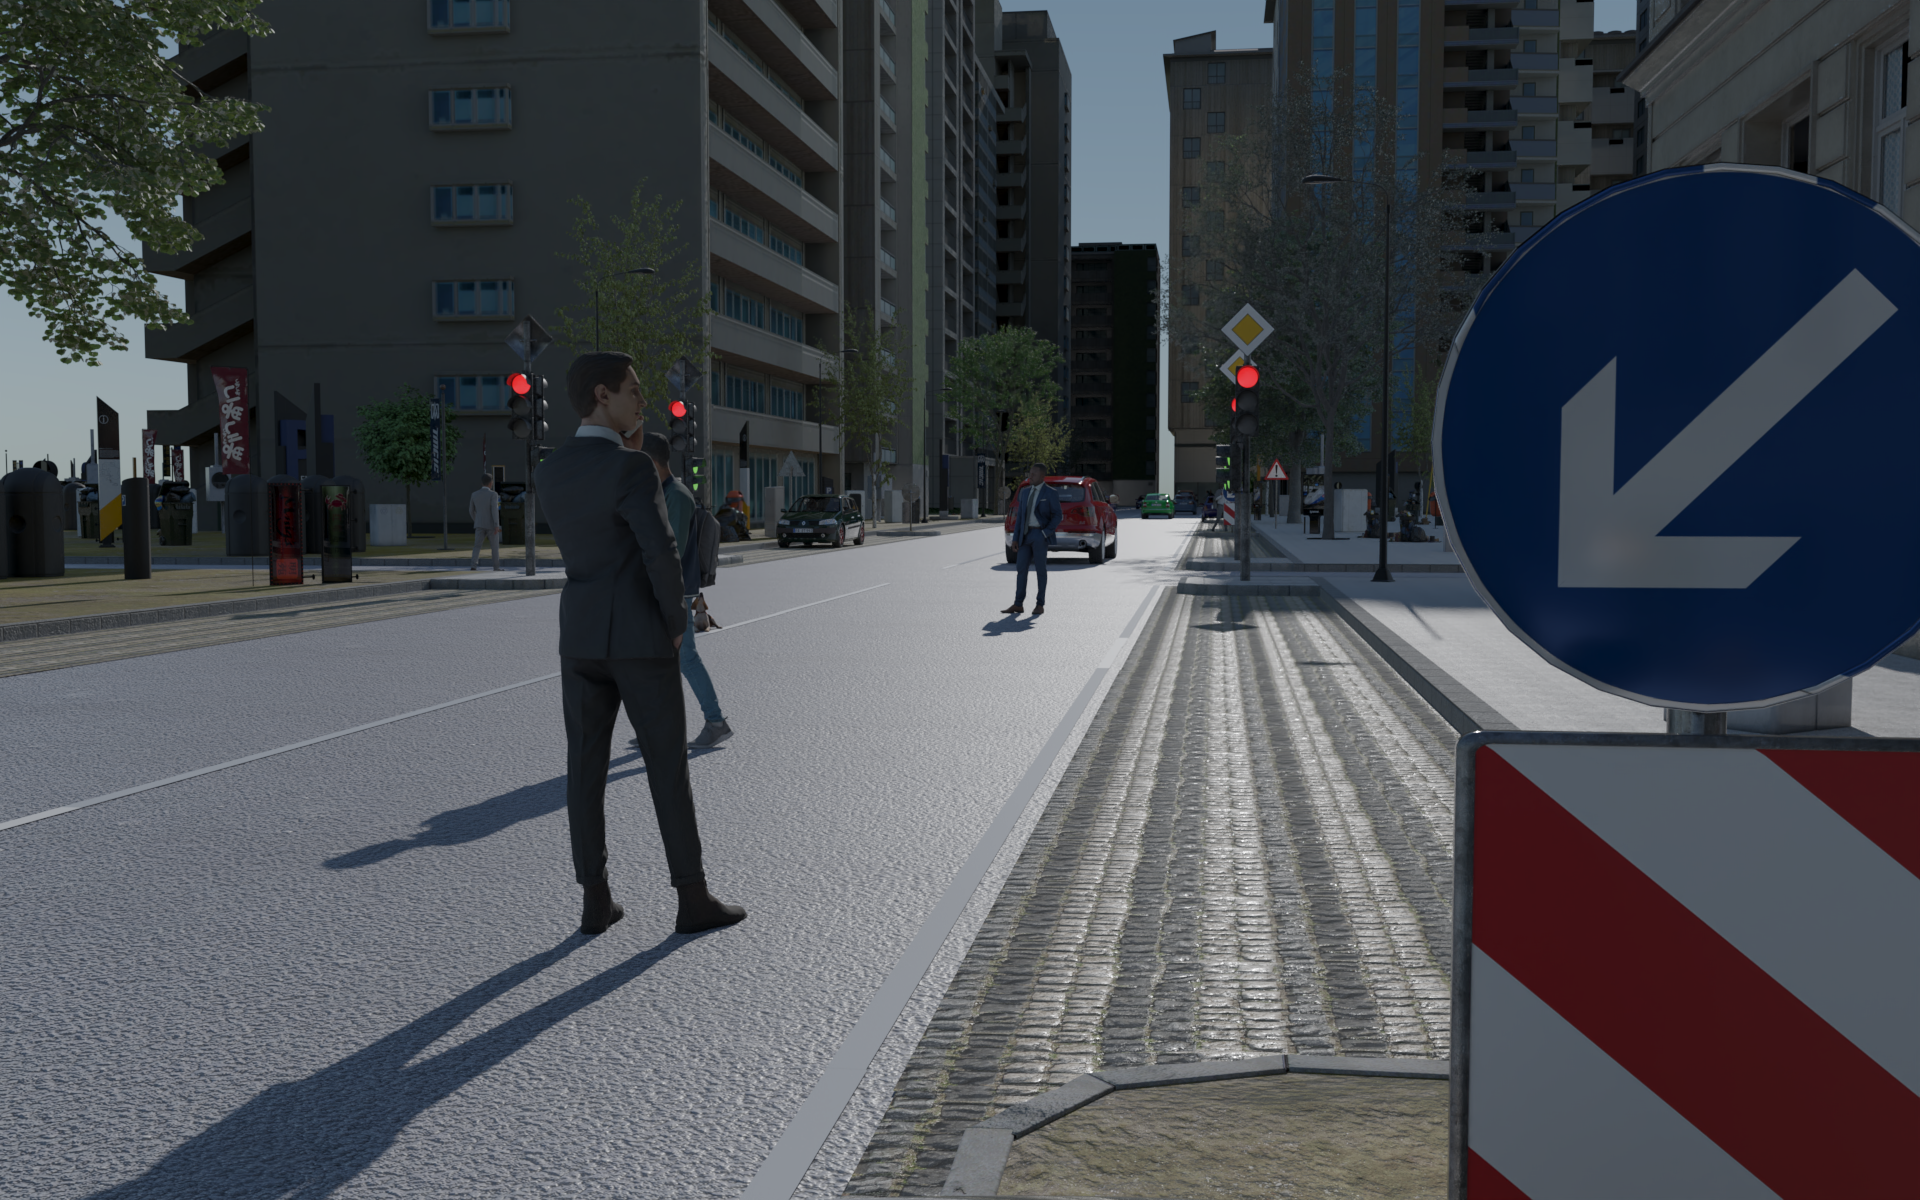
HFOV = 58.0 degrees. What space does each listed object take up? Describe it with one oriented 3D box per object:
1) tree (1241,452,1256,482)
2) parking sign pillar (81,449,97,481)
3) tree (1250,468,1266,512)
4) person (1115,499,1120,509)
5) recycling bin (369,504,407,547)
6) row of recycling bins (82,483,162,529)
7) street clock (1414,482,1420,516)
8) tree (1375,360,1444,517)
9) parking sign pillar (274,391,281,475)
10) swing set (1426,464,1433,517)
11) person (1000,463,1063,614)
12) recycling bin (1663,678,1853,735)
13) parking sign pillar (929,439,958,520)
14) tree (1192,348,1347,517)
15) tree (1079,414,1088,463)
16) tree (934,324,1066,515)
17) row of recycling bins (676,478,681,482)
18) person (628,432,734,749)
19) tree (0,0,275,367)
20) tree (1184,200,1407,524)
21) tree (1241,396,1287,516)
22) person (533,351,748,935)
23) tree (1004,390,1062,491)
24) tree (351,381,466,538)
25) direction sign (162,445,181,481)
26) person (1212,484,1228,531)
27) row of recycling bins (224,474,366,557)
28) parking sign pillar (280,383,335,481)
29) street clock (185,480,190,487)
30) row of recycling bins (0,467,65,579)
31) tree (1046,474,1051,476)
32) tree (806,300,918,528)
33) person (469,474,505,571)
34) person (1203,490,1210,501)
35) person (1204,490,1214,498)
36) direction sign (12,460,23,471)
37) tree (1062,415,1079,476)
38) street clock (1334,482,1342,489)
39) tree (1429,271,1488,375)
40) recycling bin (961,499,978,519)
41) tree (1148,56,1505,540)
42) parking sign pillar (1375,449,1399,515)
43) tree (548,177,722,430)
[{"bbox_3d":[29.128,-14.082,180.604,4.360,8.622,3.978,0,3,0],"label":"tree"},{"bbox_3d":[-52.268,-7.066,103.996,1.447,3.967,1.447,0,4,-2],"label":"parking sign pillar"},{"bbox_3d":[20.757,-7.862,123.143,1.663,3.219,1.824,0,3,0],"label":"tree"},{"bbox_3d":[15.312,-9.624,169.081,0.991,1.433,0.599,-3,5,-44],"label":"person"},{"bbox_3d":[-14.114,-1.846,42.739,0.722,1.027,0.722,-2,4,-33],"label":"recycling bin"},{"bbox_3d":[-30.653,-3.412,62.907,1.069,1.692,3.534,3,5,44],"label":"row of recycling bins"},{"bbox_3d":[27.146,-5.997,102.626,0.471,2.002,0.358,-2,4,-35],"label":"street clock"},{"bbox_3d":[25.073,-8.813,94.453,4.737,8.622,4.395,0,3,0],"label":"tree"},{"bbox_3d":[-17.347,-3.500,45.702,1.447,3.967,1.447,3,5,39],"label":"parking sign pillar"},{"bbox_3d":[25.059,-5.413,86.128,3.119,2.851,2.862,0,4,2],"label":"swing set"},{"bbox_3d":[0.885,-0.739,20.758,0.721,1.800,0.419,2,4,31],"label":"person"},{"bbox_3d":[4.455,0.177,9.664,0.722,1.027,0.722,-2,4,-30],"label":"recycling bin"},{"bbox_3d":[-0.800,-5.943,85.633,1.447,3.967,1.447,0,4,1],"label":"parking sign pillar"},{"bbox_3d":[17.178,-9.838,95.260,8.767,10.594,7.601,0,4,-1],"label":"tree"},{"bbox_3d":[9.975,-12.766,159.078,4.360,8.622,3.978,0,3,0],"label":"tree"},{"bbox_3d":[2.405,-10.939,104.607,9.928,11.665,9.643,0,3,0],"label":"tree"},{"bbox_3d":[-8.314,-2.280,44.391,3.534,1.692,1.069,2,4,31],"label":"row of recycling bins"},{"bbox_3d":[-1.663,-0.060,9.836,0.721,1.781,0.623,-2,4,-35],"label":"person"},{"bbox_3d":[-10.180,-6.008,16.356,7.486,12.596,7.792,0,3,0],"label":"tree"},{"bbox_3d":[14.517,-10.315,75.306,9.857,13.997,8.962,0,3,0],"label":"tree"},{"bbox_3d":[18.083,-9.295,102.331,4.737,8.622,4.395,0,3,0],"label":"tree"},{"bbox_3d":[-1.092,0.129,5.758,0.648,1.900,0.474,2,4,27],"label":"person"},{"bbox_3d":[4.861,-10.423,120.784,4.360,8.622,3.978,0,3,0],"label":"tree"},{"bbox_3d":[-16.096,-4.099,50.741,4.285,4.588,4.351,0,3,0],"label":"tree"},{"bbox_3d":[-35.596,-5.279,78.312,0.379,3.537,0.876,2,4,35],"label":"direction sign"},{"bbox_3d":[9.261,-3.234,61.473,0.679,1.850,0.850,-3,5,-40],"label":"person"},{"bbox_3d":[-14.109,-1.830,37.033,1.069,1.692,3.534,2,4,25],"label":"row of recycling bins"},{"bbox_3d":[-15.788,-3.318,42.717,1.447,3.967,1.447,-2,4,-30],"label":"parking sign pillar"},{"bbox_3d":[-39.944,-5.177,89.220,0.358,2.002,0.471,3,5,40],"label":"street clock"},{"bbox_3d":[-15.102,-1.139,25.730,1.069,1.692,3.534,2,4,33],"label":"row of recycling bins"},{"bbox_3d":[7.246,-9.151,144.215,1.663,3.219,1.824,0,3,0],"label":"tree"},{"bbox_3d":[-3.379,-6.997,64.756,4.737,8.622,4.395,0,3,0],"label":"tree"},{"bbox_3d":[-8.336,-1.323,30.404,0.678,1.792,0.850,1,4,16],"label":"person"},{"bbox_3d":[20.518,-8.253,144.230,0.721,1.735,1.217,2,4,28],"label":"person"},{"bbox_3d":[22.521,-8.998,155.635,1.348,1.821,0.705,1,4,15],"label":"person"},{"bbox_3d":[-62.707,-7.545,115.361,0.876,3.537,0.379,1,4,17],"label":"direction sign"},{"bbox_3d":[5.999,-10.767,126.405,4.360,8.622,3.978,0,3,0],"label":"tree"},{"bbox_3d":[22.599,-6.055,103.573,0.471,2.002,0.358,-3,4,-36],"label":"street clock"},{"bbox_3d":[17.362,-6.503,56.678,4.360,8.622,3.978,0,3,0],"label":"tree"},{"bbox_3d":[0.488,-4.760,90.380,0.722,1.027,0.722,1,4,23],"label":"recycling bin"},{"bbox_3d":[10.370,-8.451,48.550,12.009,13.543,11.850,0,3,0],"label":"tree"},{"bbox_3d":[25.714,-7.085,104.313,1.447,3.967,1.447,-3,5,-43],"label":"parking sign pillar"},{"bbox_3d":[-7.872,-5.553,41.149,4.737,8.622,4.395,0,3,0],"label":"tree"}]
